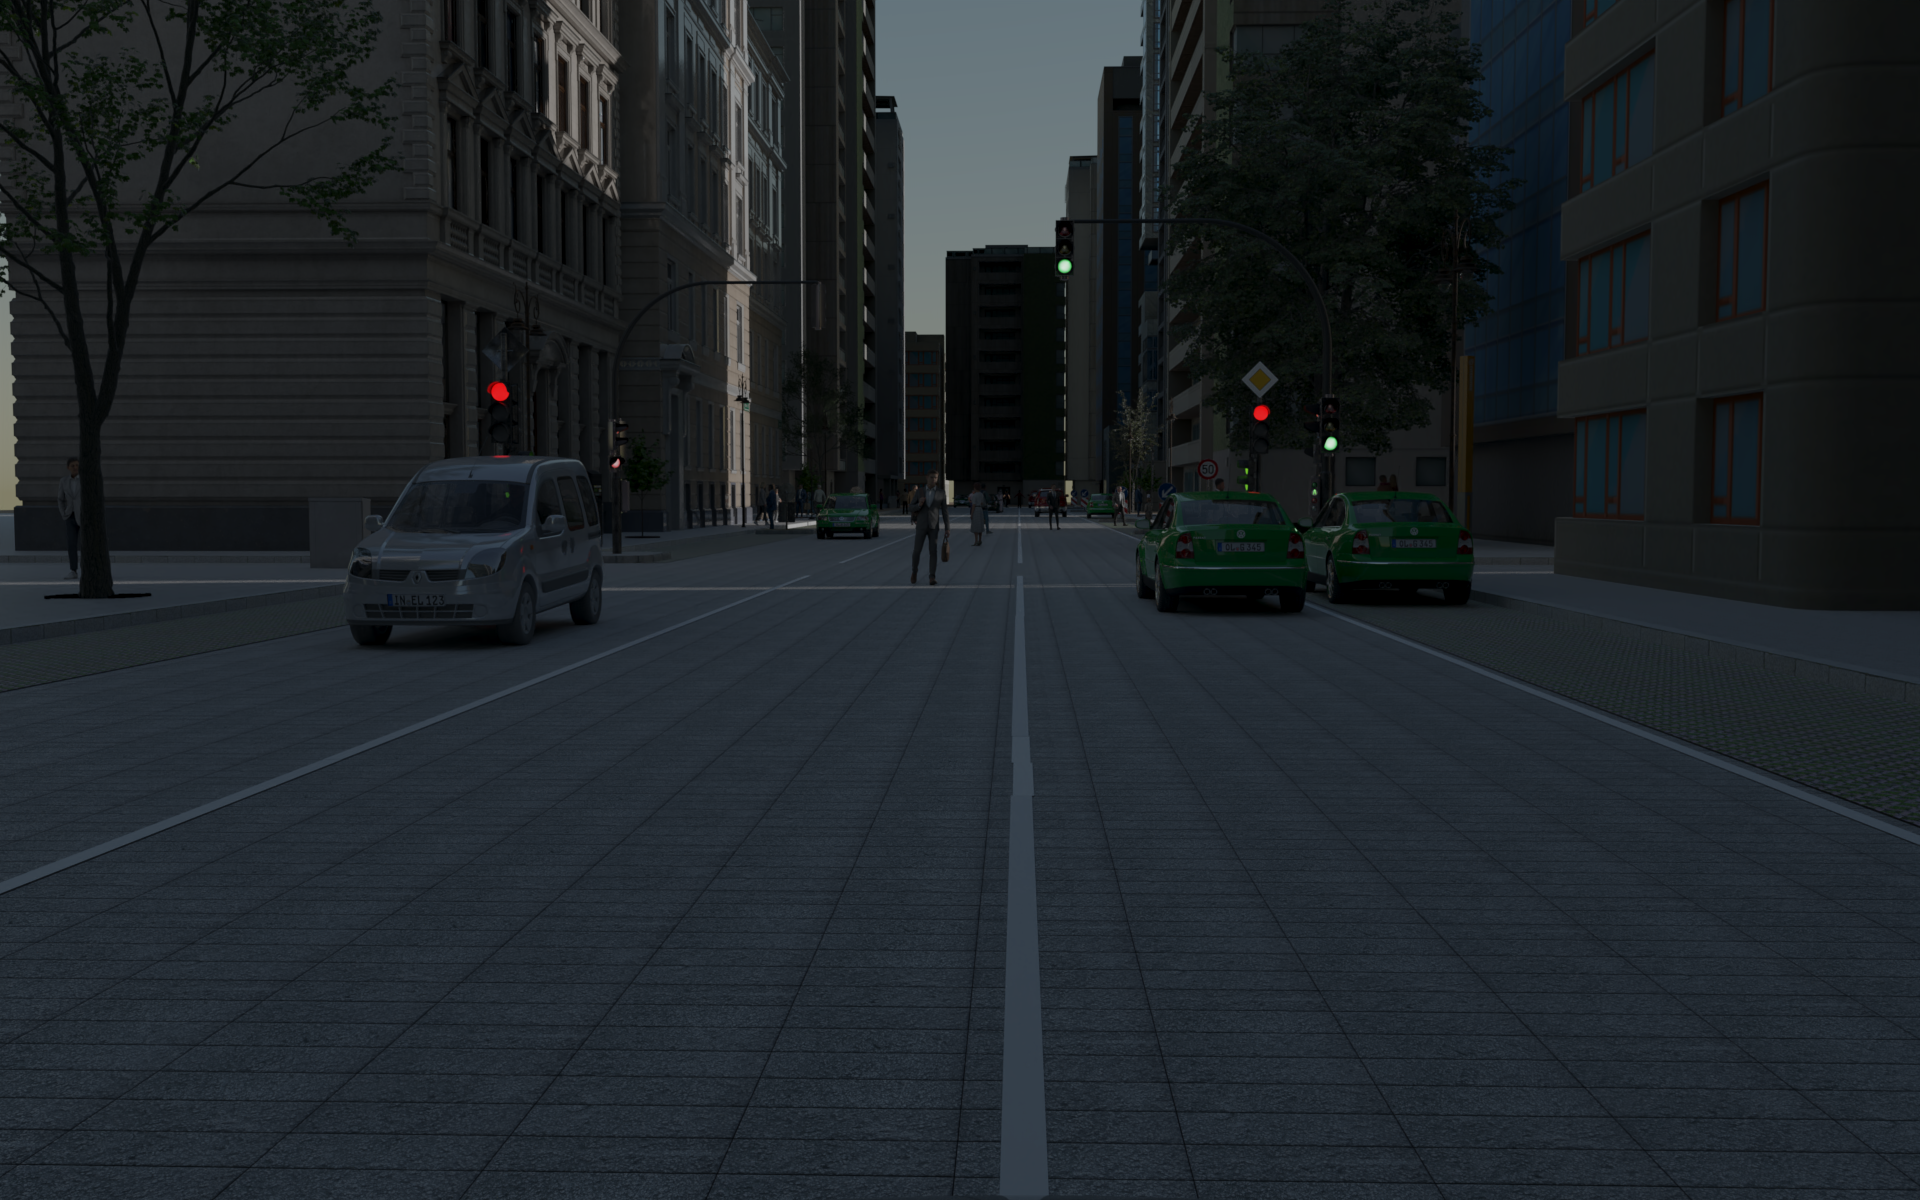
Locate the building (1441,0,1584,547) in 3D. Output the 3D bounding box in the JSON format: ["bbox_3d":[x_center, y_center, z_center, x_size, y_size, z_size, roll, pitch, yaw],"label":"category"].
[{"bbox_3d":[21.301,-24.083,43.866,14.200,45.320,14.600,0,4,2],"label":"building"}]

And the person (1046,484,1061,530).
[{"bbox_3d":[3.779,-3.729,69.241,0.659,1.850,0.755,-1,4,-17],"label":"person"}]

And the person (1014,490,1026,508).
[{"bbox_3d":[5.952,-10.057,172.898,1.348,1.831,0.705,1,4,22],"label":"person"}]

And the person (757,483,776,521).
[{"bbox_3d":[-9.330,-4.744,83.819,0.699,1.804,1.509,2,4,33],"label":"person"}]

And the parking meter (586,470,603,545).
[{"bbox_3d":[-8.878,-2.223,42.055,0.255,1.863,0.399,-3,5,-40],"label":"parking meter"}]

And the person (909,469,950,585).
[{"bbox_3d":[-0.491,-1.158,27.403,0.622,1.834,0.822,-1,4,-13],"label":"person"}]

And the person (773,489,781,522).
[{"bbox_3d":[-8.362,-4.264,78.354,0.503,1.515,0.523,-1,4,-21],"label":"person"}]

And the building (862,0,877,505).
[{"bbox_3d":[-18.134,-31.401,137.105,21.300,48.544,21.600,0,4,2],"label":"building"}]

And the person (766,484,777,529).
[{"bbox_3d":[-7.106,-3.459,65.232,0.419,1.800,0.721,0,4,-4],"label":"person"}]

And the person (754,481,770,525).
[{"bbox_3d":[-8.103,-3.959,70.957,0.728,1.800,0.709,0,4,-8],"label":"person"}]

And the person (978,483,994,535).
[{"bbox_3d":[0.776,-3.178,60.446,0.713,1.824,0.794,-2,4,-30],"label":"person"}]

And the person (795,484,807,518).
[{"bbox_3d":[-8.427,-5.202,91.271,0.721,1.800,0.419,1,4,20],"label":"person"}]

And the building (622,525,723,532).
[{"bbox_3d":[-15.853,-17.211,67.305,13.634,28.700,20.117,0,4,2],"label":"building"}]

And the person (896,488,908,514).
[{"bbox_3d":[-3.828,-6.894,121.222,1.348,1.823,0.705,0,4,-1],"label":"person"}]

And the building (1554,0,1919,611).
[{"bbox_3d":[22.911,-10.238,12.425,27.650,21.520,28.899,0,4,2],"label":"building"}]

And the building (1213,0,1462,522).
[{"bbox_3d":[16.777,-23.436,66.774,14.154,41.232,14.086,0,4,2],"label":"building"}]

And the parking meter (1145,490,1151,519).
[{"bbox_3d":[9.659,-4.902,88.565,0.372,1.533,0.369,0,3,0],"label":"parking meter"}]

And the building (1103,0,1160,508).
[{"bbox_3d":[24.950,-51.493,154.587,22.319,86.520,31.000,0,4,2],"label":"building"}]

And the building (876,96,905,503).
[{"bbox_3d":[-12.894,-30.389,180.458,14.086,41.232,14.154,0,4,2],"label":"building"}]

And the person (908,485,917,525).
[{"bbox_3d":[-2.075,-4.357,79.656,0.656,1.842,0.836,0,4,-6],"label":"person"}]

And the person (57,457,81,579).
[{"bbox_3d":[-13.383,-1.253,26.373,0.661,1.843,0.795,0,4,-2],"label":"person"}]

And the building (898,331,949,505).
[{"bbox_3d":[-16.351,-22.388,211.082,28.899,21.520,27.650,0,4,2],"label":"building"}]

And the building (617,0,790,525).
[{"bbox_3d":[-16.512,-18.471,87.898,13.634,28.700,20.117,0,4,2],"label":"building"}]

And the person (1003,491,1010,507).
[{"bbox_3d":[4.949,-10.884,186.470,0.705,1.822,1.348,3,5,44],"label":"person"}]

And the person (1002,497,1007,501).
[{"bbox_3d":[4.219,-9.979,174.915,1.065,1.426,0.557,1,4,9],"label":"person"}]

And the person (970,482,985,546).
[{"bbox_3d":[0.420,-2.367,47.767,0.524,1.755,0.480,3,4,38],"label":"person"}]

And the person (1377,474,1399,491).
[{"bbox_3d":[11.794,-2.548,47.681,0.580,1.828,0.573,0,4,-1],"label":"person"}]

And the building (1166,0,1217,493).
[{"bbox_3d":[23.426,-29.013,98.072,21.300,48.544,21.600,0,4,2],"label":"building"}]

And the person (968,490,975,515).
[{"bbox_3d":[0.901,-6.726,119.404,0.756,1.711,0.436,-3,4,-37],"label":"person"}]

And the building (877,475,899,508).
[{"bbox_3d":[-22.146,-28.690,160.970,32.217,40.220,23.993,0,4,2],"label":"building"}]

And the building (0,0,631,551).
[{"bbox_3d":[-16.263,-13.370,47.475,11.050,23.489,19.941,0,4,2],"label":"building"}]

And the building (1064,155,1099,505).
[{"bbox_3d":[19.402,-31.737,202.500,14.086,41.232,14.154,0,4,2],"label":"building"}]

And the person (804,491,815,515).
[{"bbox_3d":[-8.981,-5.973,103.680,0.713,1.824,0.794,1,4,9],"label":"person"}]

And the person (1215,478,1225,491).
[{"bbox_3d":[5.856,-1.885,39.590,0.850,1.792,0.678,1,4,12],"label":"person"}]

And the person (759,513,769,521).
[{"bbox_3d":[-9.254,-4.385,82.015,0.475,1.303,0.640,2,4,28],"label":"person"}]

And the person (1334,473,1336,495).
[{"bbox_3d":[9.564,-2.392,45.009,0.748,1.841,0.638,3,5,42],"label":"person"}]

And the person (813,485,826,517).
[{"bbox_3d":[-7.379,-5.208,91.674,0.782,1.767,0.515,-2,4,-32],"label":"person"}]

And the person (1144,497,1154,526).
[{"bbox_3d":[7.484,-3.422,68.716,0.640,1.303,0.475,3,5,40],"label":"person"}]

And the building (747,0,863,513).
[{"bbox_3d":[-14.244,-26.653,119.376,14.154,41.232,14.086,0,4,2],"label":"building"}]

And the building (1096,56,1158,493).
[{"bbox_3d":[21.304,-32.320,178.540,14.600,45.320,14.200,0,4,2],"label":"building"}]

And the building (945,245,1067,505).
[{"bbox_3d":[5.323,-26.415,203.579,14.107,30.474,14.160,0,4,2],"label":"building"}]

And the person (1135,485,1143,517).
[{"bbox_3d":[10.121,-5.614,98.010,0.419,1.800,0.721,1,4,17],"label":"person"}]

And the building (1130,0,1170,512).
[{"bbox_3d":[23.666,-42.229,128.699,20.563,71.187,20.611,0,4,2],"label":"building"}]

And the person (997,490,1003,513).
[{"bbox_3d":[3.099,-7.620,133.750,0.551,1.740,0.621,0,4,8],"label":"person"}]

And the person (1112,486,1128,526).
[{"bbox_3d":[7.123,-4.166,77.017,0.661,1.777,0.834,-2,4,-33],"label":"person"}]
